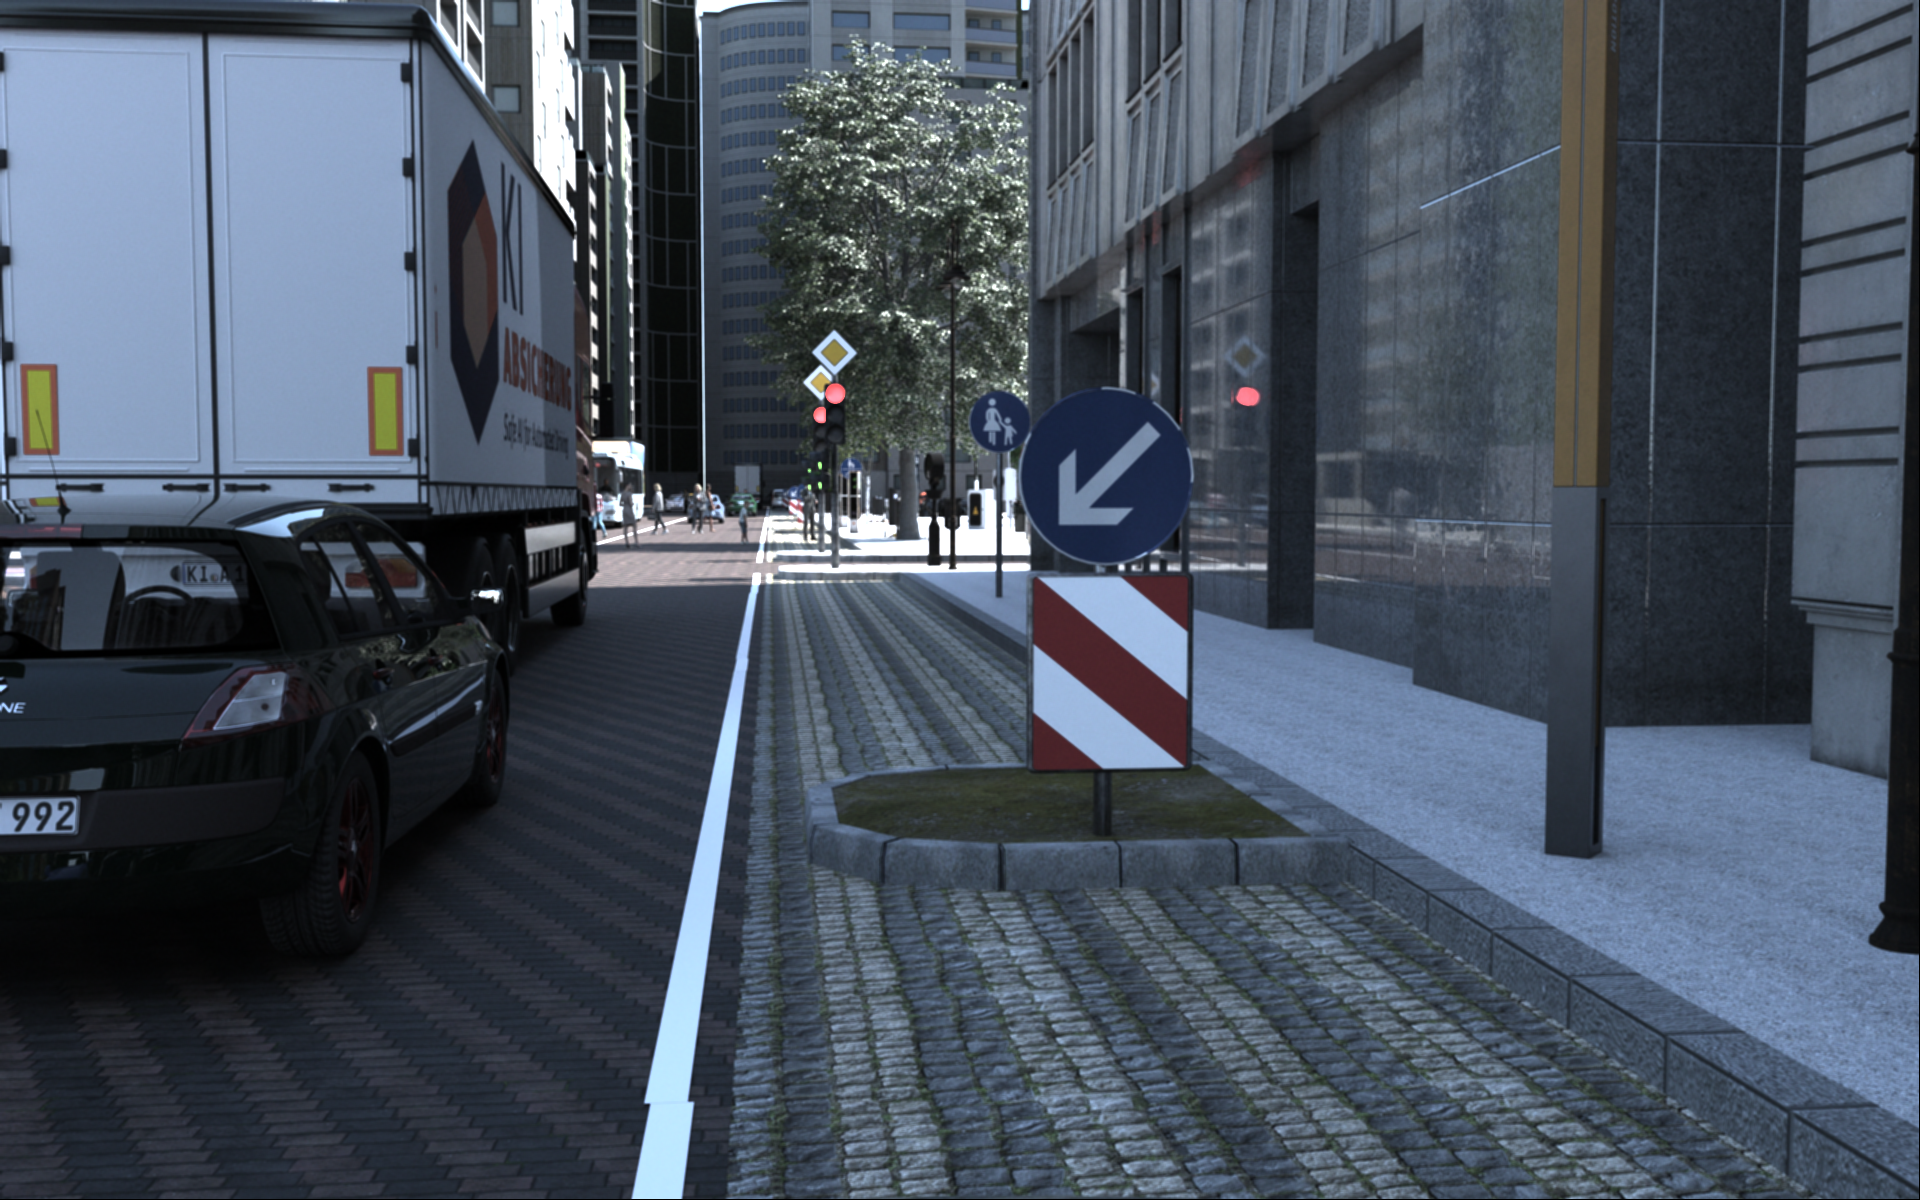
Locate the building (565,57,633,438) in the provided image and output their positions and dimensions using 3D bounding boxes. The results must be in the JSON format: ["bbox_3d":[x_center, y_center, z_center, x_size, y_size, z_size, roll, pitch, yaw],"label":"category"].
[{"bbox_3d":[-38.087,-29.033,158.287,14.154,41.232,14.086,0,4,-6],"label":"building"}]

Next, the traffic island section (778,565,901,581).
[{"bbox_3d":[-2.122,-0.460,29.805,2.009,0.180,2.903,0,4,-6],"label":"traffic island section"}]

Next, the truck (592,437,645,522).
[{"bbox_3d":[-17.593,-6.028,87.477,2.839,4.237,11.283,0,4,-6],"label":"truck"}]

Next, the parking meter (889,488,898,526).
[{"bbox_3d":[-2.721,-3.797,70.487,0.372,1.533,0.369,0,3,0],"label":"parking meter"}]

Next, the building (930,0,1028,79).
[{"bbox_3d":[11.731,-40.854,209.956,28.212,58.520,21.231,0,4,-6],"label":"building"}]

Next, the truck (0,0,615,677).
[{"bbox_3d":[-4.885,-1.619,15.390,2.839,4.237,11.283,0,4,-7],"label":"truck"}]

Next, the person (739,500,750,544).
[{"bbox_3d":[-6.179,-2.234,49.714,0.352,1.250,0.332,1,4,19],"label":"person"}]

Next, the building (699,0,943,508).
[{"bbox_3d":[-16.380,-40.642,206.495,28.212,58.520,21.231,0,4,-6],"label":"building"}]

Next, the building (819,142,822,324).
[{"bbox_3d":[-4.119,-22.376,137.541,14.160,30.474,14.107,0,4,-6],"label":"building"}]

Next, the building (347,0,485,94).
[{"bbox_3d":[-35.810,-40.311,97.341,20.563,71.187,20.611,0,4,-6],"label":"building"}]

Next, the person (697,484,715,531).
[{"bbox_3d":[-9.607,-3.506,65.913,0.778,1.811,0.616,-3,5,-40],"label":"person"}]

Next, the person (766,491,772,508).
[{"bbox_3d":[-18.652,-9.914,171.420,1.217,1.723,0.721,0,4,-2],"label":"person"}]

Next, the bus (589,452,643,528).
[{"bbox_3d":[-15.608,-4.912,75.168,2.948,3.499,13.247,0,4,-6],"label":"bus"}]

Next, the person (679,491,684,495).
[{"bbox_3d":[-24.822,-8.879,154.336,0.551,1.740,0.621,-3,4,-36],"label":"person"}]

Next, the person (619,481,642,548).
[{"bbox_3d":[-8.777,-2.279,46.097,0.599,1.781,0.374,3,4,36],"label":"person"}]

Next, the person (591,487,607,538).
[{"bbox_3d":[-11.880,-2.887,56.547,0.643,1.720,0.563,3,5,41],"label":"person"}]

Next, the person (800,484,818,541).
[{"bbox_3d":[-4.548,-2.727,52.890,0.447,1.846,0.655,3,5,40],"label":"person"}]

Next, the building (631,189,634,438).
[{"bbox_3d":[-40.783,-30.193,177.243,14.086,41.232,14.154,0,4,-6],"label":"building"}]

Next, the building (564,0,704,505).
[{"bbox_3d":[-41.018,-46.776,203.036,20.611,71.187,20.563,0,4,-6],"label":"building"}]

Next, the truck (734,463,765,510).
[{"bbox_3d":[-19.707,-10.571,161.757,2.839,4.237,11.283,0,4,-5],"label":"truck"}]

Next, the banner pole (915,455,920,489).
[{"bbox_3d":[-2.679,-6.563,97.328,0.863,3.779,0.401,-1,4,-12],"label":"banner pole"}]

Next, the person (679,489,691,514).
[{"bbox_3d":[-19.963,-7.191,126.089,1.348,1.823,0.705,3,5,39],"label":"person"}]

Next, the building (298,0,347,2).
[{"bbox_3d":[-37.951,-22.981,67.628,32.217,40.220,23.993,0,4,-6],"label":"building"}]

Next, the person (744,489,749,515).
[{"bbox_3d":[-14.722,-6.704,118.554,0.568,1.767,0.683,0,4,-8],"label":"person"}]

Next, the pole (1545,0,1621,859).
[{"bbox_3d":[2.193,-0.749,6.089,0.158,3.312,0.155,0,3,0],"label":"pole"}]

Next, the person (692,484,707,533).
[{"bbox_3d":[-9.535,-3.341,63.303,0.537,1.800,0.526,0,4,4],"label":"person"}]

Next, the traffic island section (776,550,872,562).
[{"bbox_3d":[-2.990,-0.946,37.743,2.009,0.180,2.903,0,4,-6],"label":"traffic island section"}]

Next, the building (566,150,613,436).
[{"bbox_3d":[-36.777,-22.808,144.604,14.160,30.474,14.107,0,4,-6],"label":"building"}]

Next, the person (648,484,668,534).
[{"bbox_3d":[-10.699,-3.218,61.304,0.728,1.800,0.709,1,4,11],"label":"person"}]

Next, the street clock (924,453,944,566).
[{"bbox_3d":[-0.459,-1.607,30.853,0.358,2.002,0.471,-1,4,-20],"label":"street clock"}]

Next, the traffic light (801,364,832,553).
[{"bbox_3d":[-3.031,-2.979,37.625,0.839,4.253,0.868,0,4,-6],"label":"traffic light"}]

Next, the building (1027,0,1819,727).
[{"bbox_3d":[8.180,-12.308,19.251,12.078,24.808,19.932,0,4,-6],"label":"building"}]

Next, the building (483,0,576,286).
[{"bbox_3d":[-41.952,-32.585,121.998,28.713,52.752,27.495,0,4,-6],"label":"building"}]

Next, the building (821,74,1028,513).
[{"bbox_3d":[-2.322,-21.521,123.572,14.160,30.474,14.107,0,4,-6],"label":"building"}]
